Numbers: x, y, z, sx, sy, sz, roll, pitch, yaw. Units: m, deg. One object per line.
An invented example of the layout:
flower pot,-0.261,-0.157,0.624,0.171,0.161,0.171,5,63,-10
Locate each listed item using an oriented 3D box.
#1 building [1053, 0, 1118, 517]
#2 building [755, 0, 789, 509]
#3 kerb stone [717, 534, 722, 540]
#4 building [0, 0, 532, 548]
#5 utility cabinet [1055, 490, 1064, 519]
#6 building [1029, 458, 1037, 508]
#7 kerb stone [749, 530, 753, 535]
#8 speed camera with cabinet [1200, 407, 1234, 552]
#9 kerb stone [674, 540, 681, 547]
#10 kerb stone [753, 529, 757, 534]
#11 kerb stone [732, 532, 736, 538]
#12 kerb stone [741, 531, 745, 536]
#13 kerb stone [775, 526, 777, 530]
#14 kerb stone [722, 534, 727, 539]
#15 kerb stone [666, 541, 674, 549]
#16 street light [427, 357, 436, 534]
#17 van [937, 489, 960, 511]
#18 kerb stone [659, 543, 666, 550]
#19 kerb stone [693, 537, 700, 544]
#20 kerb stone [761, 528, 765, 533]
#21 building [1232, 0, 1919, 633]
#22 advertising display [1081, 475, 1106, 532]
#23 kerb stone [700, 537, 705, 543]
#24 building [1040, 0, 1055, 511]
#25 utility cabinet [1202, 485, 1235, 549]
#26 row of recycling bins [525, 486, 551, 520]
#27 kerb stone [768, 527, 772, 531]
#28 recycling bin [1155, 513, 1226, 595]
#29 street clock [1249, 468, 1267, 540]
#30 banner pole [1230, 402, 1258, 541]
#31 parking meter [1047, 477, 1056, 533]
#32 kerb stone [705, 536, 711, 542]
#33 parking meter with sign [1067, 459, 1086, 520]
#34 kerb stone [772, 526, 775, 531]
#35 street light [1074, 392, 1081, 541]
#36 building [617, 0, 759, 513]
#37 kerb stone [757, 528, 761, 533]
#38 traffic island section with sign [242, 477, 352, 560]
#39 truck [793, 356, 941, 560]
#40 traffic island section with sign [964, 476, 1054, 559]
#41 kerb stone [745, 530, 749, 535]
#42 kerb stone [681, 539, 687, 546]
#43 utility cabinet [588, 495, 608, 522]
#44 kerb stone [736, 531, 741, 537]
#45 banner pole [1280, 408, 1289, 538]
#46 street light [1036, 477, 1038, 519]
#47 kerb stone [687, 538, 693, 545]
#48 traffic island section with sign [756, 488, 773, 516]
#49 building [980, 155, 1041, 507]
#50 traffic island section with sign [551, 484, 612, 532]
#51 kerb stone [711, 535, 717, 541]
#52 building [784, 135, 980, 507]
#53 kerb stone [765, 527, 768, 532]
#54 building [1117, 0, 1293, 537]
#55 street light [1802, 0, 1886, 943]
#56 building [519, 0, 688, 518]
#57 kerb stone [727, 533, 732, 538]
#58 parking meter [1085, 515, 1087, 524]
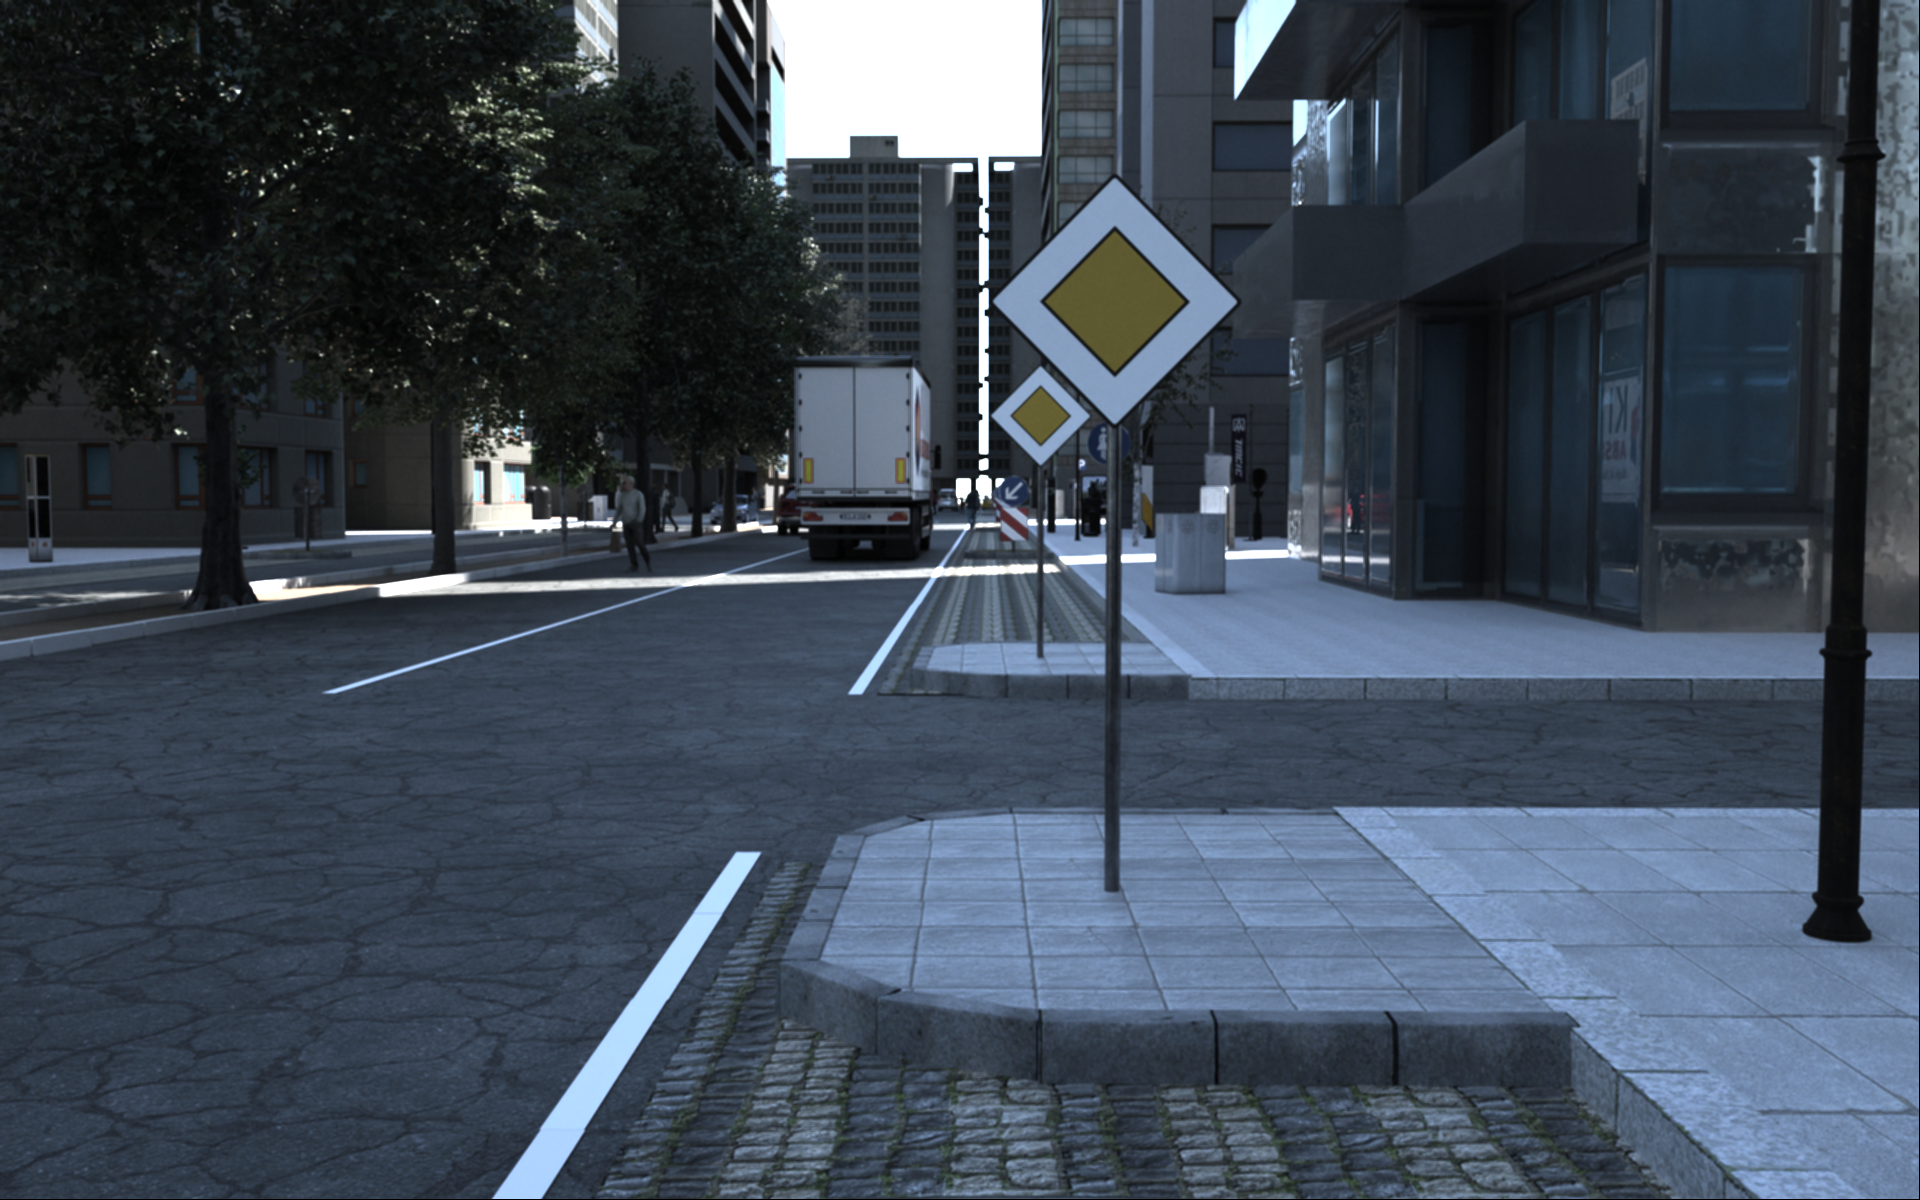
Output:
building,12.581,-25.664,103.208,14.154,41.232,14.086,0,4,1
building,-23.375,-30.913,155.539,14.200,45.320,14.600,0,4,1
kerb stone,-7.614,-1.920,53.724,0.120,0.150,1.000,0,4,1
building,-31.371,-12.854,55.201,27.650,21.520,28.899,0,4,1
utility cabinet,4.786,-4.767,86.625,0.318,1.500,1.173,2,4,35
building,17.490,-50.983,146.238,22.319,86.520,31.000,0,4,1
kerb stone,-7.479,-2.367,60.889,0.120,0.150,1.000,0,4,1
speed camera with cabinet,5.745,-2.715,38.720,0.660,3.252,2.038,1,4,13
kerb stone,-7.726,-1.486,46.553,0.120,0.150,1.000,0,4,1
kerb stone,-7.470,-2.426,61.911,0.120,0.150,1.000,0,4,1
kerb stone,-7.546,-2.113,56.797,0.120,0.150,1.000,0,4,1
kerb stone,-7.518,-2.241,58.841,0.120,0.150,1.000,0,4,1
kerb stone,-7.362,-2.803,68.066,0.120,0.150,1.000,0,4,1
kerb stone,-7.592,-1.987,54.751,0.120,0.150,1.000,0,4,1
kerb stone,-7.746,-1.425,45.531,0.120,0.150,1.000,0,4,1
street light,-16.756,-5.027,54.976,0.468,5.910,1.993,0,4,1
van,-0.970,-8.369,143.850,2.013,2.044,4.112,0,4,2
kerb stone,-7.764,-1.365,44.509,0.120,0.150,1.000,0,4,1
kerb stone,-7.676,-1.678,49.629,0.120,0.150,1.000,0,4,1
kerb stone,-7.432,-2.554,63.961,0.120,0.150,1.000,0,4,1
building,19.263,-24.724,23.841,30.456,49.044,23.786,0,4,1
advertising display,4.556,-3.260,58.522,0.974,1.923,0.123,2,4,30
kerb stone,-7.660,-1.737,50.652,0.120,0.150,1.000,0,4,1
building,16.619,-30.425,121.157,21.300,48.544,21.600,0,4,1
utility cabinet,6.034,-1.952,40.586,0.318,1.500,1.173,-1,4,-18
row of recycling bins,-21.554,-4.855,86.486,1.069,1.692,3.534,-3,5,-42
kerb stone,-7.396,-2.680,66.011,0.120,0.150,1.000,0,4,1
recycling bin,2.991,-0.609,22.506,0.722,1.027,0.722,-1,4,-15
street clock,8.384,-2.703,48.756,0.471,2.002,0.358,-1,4,-17
banner pole,7.791,-3.520,47.568,0.863,3.779,0.401,3,5,39
parking meter,3.043,-3.176,57.642,0.255,1.863,0.399,0,4,6
kerb stone,-7.645,-1.803,51.674,0.120,0.150,1.000,0,4,1
parking meter with sign,5.821,-5.564,87.239,0.543,3.016,1.738,-1,4,-14
kerb stone,-7.379,-2.741,67.040,0.120,0.150,1.000,0,4,1
street light,3.239,-4.573,47.564,0.468,5.910,1.993,0,4,1
building,-26.590,-30.600,124.010,21.300,48.544,21.600,0,4,1
kerb stone,-7.441,-2.492,62.933,0.120,0.150,1.000,0,4,1
traffic island section with sign,-14.685,-1.826,38.478,1.989,1.847,2.006,0,4,1
truck,-2.020,-3.182,40.933,2.839,4.237,11.283,0,4,1
traffic island section with sign,1.089,-1.842,38.738,1.989,1.847,2.006,0,4,1
kerb stone,-7.493,-2.301,59.867,0.120,0.150,1.000,0,4,1
kerb stone,-7.709,-1.553,47.581,0.120,0.150,1.000,0,4,1
utility cabinet,-16.912,-4.264,80.876,1.020,1.237,0.306,2,4,34
kerb stone,-7.535,-2.178,57.819,0.120,0.150,1.000,0,4,1
banner pole,9.743,-3.684,50.255,0.863,3.779,0.401,1,4,13
street light,3.937,-7.022,87.595,0.468,5.910,1.993,0,4,1
kerb stone,-7.701,-1.615,48.607,0.120,0.150,1.000,0,4,1
traffic island section with sign,-13.353,-6.544,115.623,1.989,1.847,2.006,0,4,1
building,14.577,-30.411,189.104,23.993,40.220,32.217,0,4,1
traffic island section with sign,-14.228,-3.474,65.430,1.989,1.847,2.006,0,4,1
kerb stone,-7.623,-1.866,52.701,0.120,0.150,1.000,0,4,1
building,-9.403,-30.468,190.036,23.993,40.220,32.217,0,4,1
kerb stone,-7.411,-2.617,64.989,0.120,0.150,1.000,0,4,1
building,16.399,-31.907,63.681,21.231,58.520,28.212,0,4,1
street light,2.552,-1.962,4.862,0.468,5.910,1.993,0,4,1
building,-33.288,-25.010,100.802,32.217,40.220,23.993,0,4,1
kerb stone,-7.573,-2.054,55.774,0.120,0.150,1.000,0,4,1
parking meter,5.469,-4.269,75.502,0.399,1.863,0.255,-3,5,-44
